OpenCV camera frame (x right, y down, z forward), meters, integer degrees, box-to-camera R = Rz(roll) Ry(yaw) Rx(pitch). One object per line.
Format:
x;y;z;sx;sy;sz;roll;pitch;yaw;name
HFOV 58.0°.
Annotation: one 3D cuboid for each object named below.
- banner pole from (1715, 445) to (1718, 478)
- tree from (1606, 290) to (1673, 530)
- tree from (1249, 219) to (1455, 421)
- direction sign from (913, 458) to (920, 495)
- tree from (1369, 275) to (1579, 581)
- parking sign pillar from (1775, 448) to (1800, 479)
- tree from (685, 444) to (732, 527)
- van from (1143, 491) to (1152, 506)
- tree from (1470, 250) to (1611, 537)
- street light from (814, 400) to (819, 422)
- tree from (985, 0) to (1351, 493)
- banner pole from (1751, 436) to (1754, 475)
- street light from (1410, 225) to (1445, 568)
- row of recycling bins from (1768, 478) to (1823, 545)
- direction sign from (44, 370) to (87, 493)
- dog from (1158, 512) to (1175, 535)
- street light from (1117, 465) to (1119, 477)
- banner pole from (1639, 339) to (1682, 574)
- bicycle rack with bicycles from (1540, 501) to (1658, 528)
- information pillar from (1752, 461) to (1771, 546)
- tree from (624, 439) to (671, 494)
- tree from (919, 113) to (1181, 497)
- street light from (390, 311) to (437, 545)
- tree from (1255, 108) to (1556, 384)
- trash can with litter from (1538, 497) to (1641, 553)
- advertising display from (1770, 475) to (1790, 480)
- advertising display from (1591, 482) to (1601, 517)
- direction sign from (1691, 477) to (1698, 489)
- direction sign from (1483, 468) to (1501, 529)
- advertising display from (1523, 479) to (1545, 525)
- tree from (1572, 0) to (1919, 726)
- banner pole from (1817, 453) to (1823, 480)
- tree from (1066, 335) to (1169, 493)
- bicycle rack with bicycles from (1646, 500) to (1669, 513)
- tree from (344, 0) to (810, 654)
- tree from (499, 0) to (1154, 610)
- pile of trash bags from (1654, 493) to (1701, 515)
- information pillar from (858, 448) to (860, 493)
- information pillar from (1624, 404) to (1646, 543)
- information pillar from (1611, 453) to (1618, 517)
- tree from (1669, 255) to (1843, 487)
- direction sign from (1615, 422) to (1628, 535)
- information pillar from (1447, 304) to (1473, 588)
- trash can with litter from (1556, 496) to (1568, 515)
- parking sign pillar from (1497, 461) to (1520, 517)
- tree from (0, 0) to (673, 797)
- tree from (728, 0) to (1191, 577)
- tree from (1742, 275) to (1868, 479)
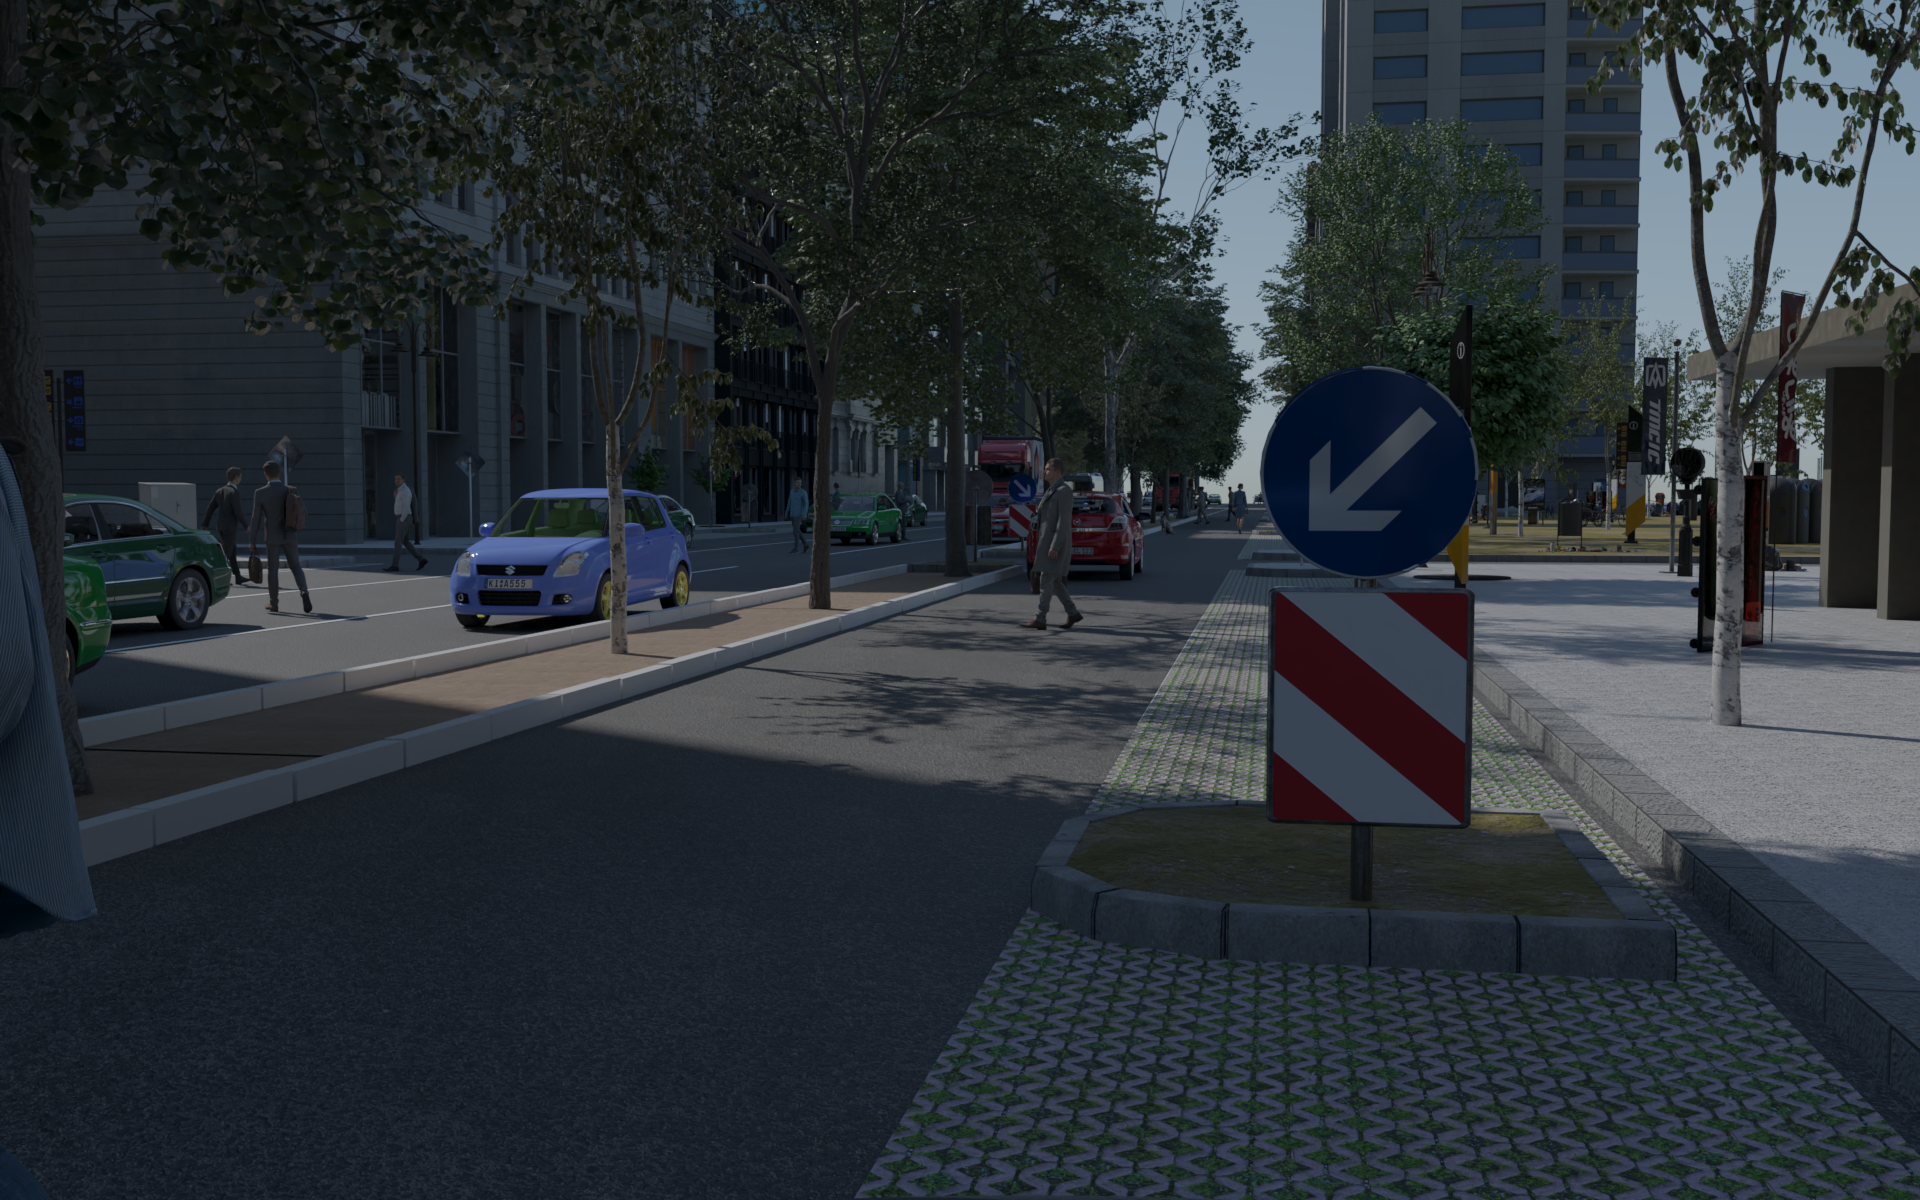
27.469;-4.450;62.771;0.401;3.779;0.863;0;4;8;banner pole
23.585;-6.838;62.160;4.737;8.622;4.395;0;3;0;tree
17.429;-10.411;76.871;9.857;13.997;8.962;0;3;0;tree
-2.592;-6.805;103.259;0.379;3.537;0.876;2;4;26;direction sign
7.709;-2.602;26.260;4.285;4.588;4.351;0;3;0;tree
48.250;-6.886;101.054;1.447;3.967;1.447;-1;4;-13;parking sign pillar
-9.544;-4.447;67.311;1.663;3.219;1.824;0;3;0;tree
23.708;-12.790;216.128;2.013;2.044;4.112;1;4;9;van
16.875;-6.204;51.801;4.737;8.622;4.395;0;3;0;tree
-6.578;-6.721;82.673;0.468;5.910;1.993;1;4;10;street light
6.174;-12.186;57.582;12.611;20.169;13.585;0;3;0;tree
31.314;-4.797;68.455;0.401;3.779;0.863;2;4;24;banner pole
8.076;-3.502;30.041;0.468;5.910;1.993;1;4;10;street light
21.908;-2.326;45.136;3.534;1.692;1.069;-3;5;-39;row of recycling bins
-16.425;-2.425;31.652;0.876;3.537;0.379;-1;4;-8;direction sign
7.339;-2.678;60.618;0.800;0.831;0.513;1;4;10;dog
21.857;-16.281;238.988;0.468;5.910;1.993;1;4;10;street light
11.331;-2.320;27.942;0.863;3.779;0.401;-1;4;-15;banner pole
24.646;-3.269;66.823;2.925;0.926;2.852;-2;4;-28;bicycle rack with bicycles
17.714;-2.070;38.341;0.304;2.012;0.304;3;5;44;information pillar
-10.837;-4.030;60.487;1.663;3.219;1.824;0;3;0;tree
2.304;-7.204;45.992;9.928;11.665;9.643;0;3;0;tree
-13.733;-4.333;43.639;0.468;5.910;1.993;1;4;10;street light
11.719;-7.346;45.858;9.928;11.665;9.643;0;3;0;tree
13.977;-1.678;38.489;2.233;1.210;1.678;1;4;14;trash can with litter
27.067;-3.192;57.411;0.974;1.923;0.123;0;4;4;advertising display
34.323;-5.396;93.443;0.123;1.923;0.974;3;5;44;advertising display
41.161;-6.444;97.358;0.379;3.537;0.876;-1;4;-13;direction sign
19.688;-4.436;64.532;0.876;3.537;0.379;0;4;1;direction sign
24.010;-4.122;72.603;0.974;1.923;0.123;1;4;13;advertising display
4.221;-3.596;9.158;4.360;8.622;3.978;0;3;0;tree
52.571;-7.090;105.944;0.863;3.779;0.401;-3;5;-42;banner pole
6.124;-6.962;66.654;4.360;8.622;3.978;0;3;0;tree
40.103;-5.385;101.422;2.925;0.926;2.852;0;4;-8;bicycle rack with bicycles
-3.076;-3.803;14.998;4.360;8.622;3.978;0;3;0;tree
-1.828;-5.138;20.881;8.767;10.594;7.601;1;4;10;tree
43.103;-5.761;103.937;3.447;1.369;1.912;-1;4;-23;pile of trash bags
-5.162;-5.947;88.590;0.183;3.616;0.504;0;4;-1;information pillar
17.556;-3.280;44.976;0.504;3.616;0.183;2;4;26;information pillar
37.108;-6.534;98.190;0.183;3.616;0.504;-1;4;-13;information pillar
24.226;-6.271;52.894;4.737;8.622;4.395;0;3;0;tree
21.110;-3.829;54.593;0.876;3.537;0.379;0;4;8;direction sign
6.262;-1.856;21.705;0.183;3.616;0.504;-1;4;-8;information pillar
37.079;-5.794;106.123;1.055;1.170;0.624;-2;4;-31;trash can with litter
31.488;-6.797;99.602;1.447;3.967;1.447;0;4;7;parking sign pillar
-4.480;-6.029;7.681;9.857;13.997;8.962;0;3;0;tree
-0.031;-6.640;29.143;7.486;12.596;7.792;0;3;0;tree
30.608;-6.764;60.950;4.737;8.622;4.395;0;3;0;tree
